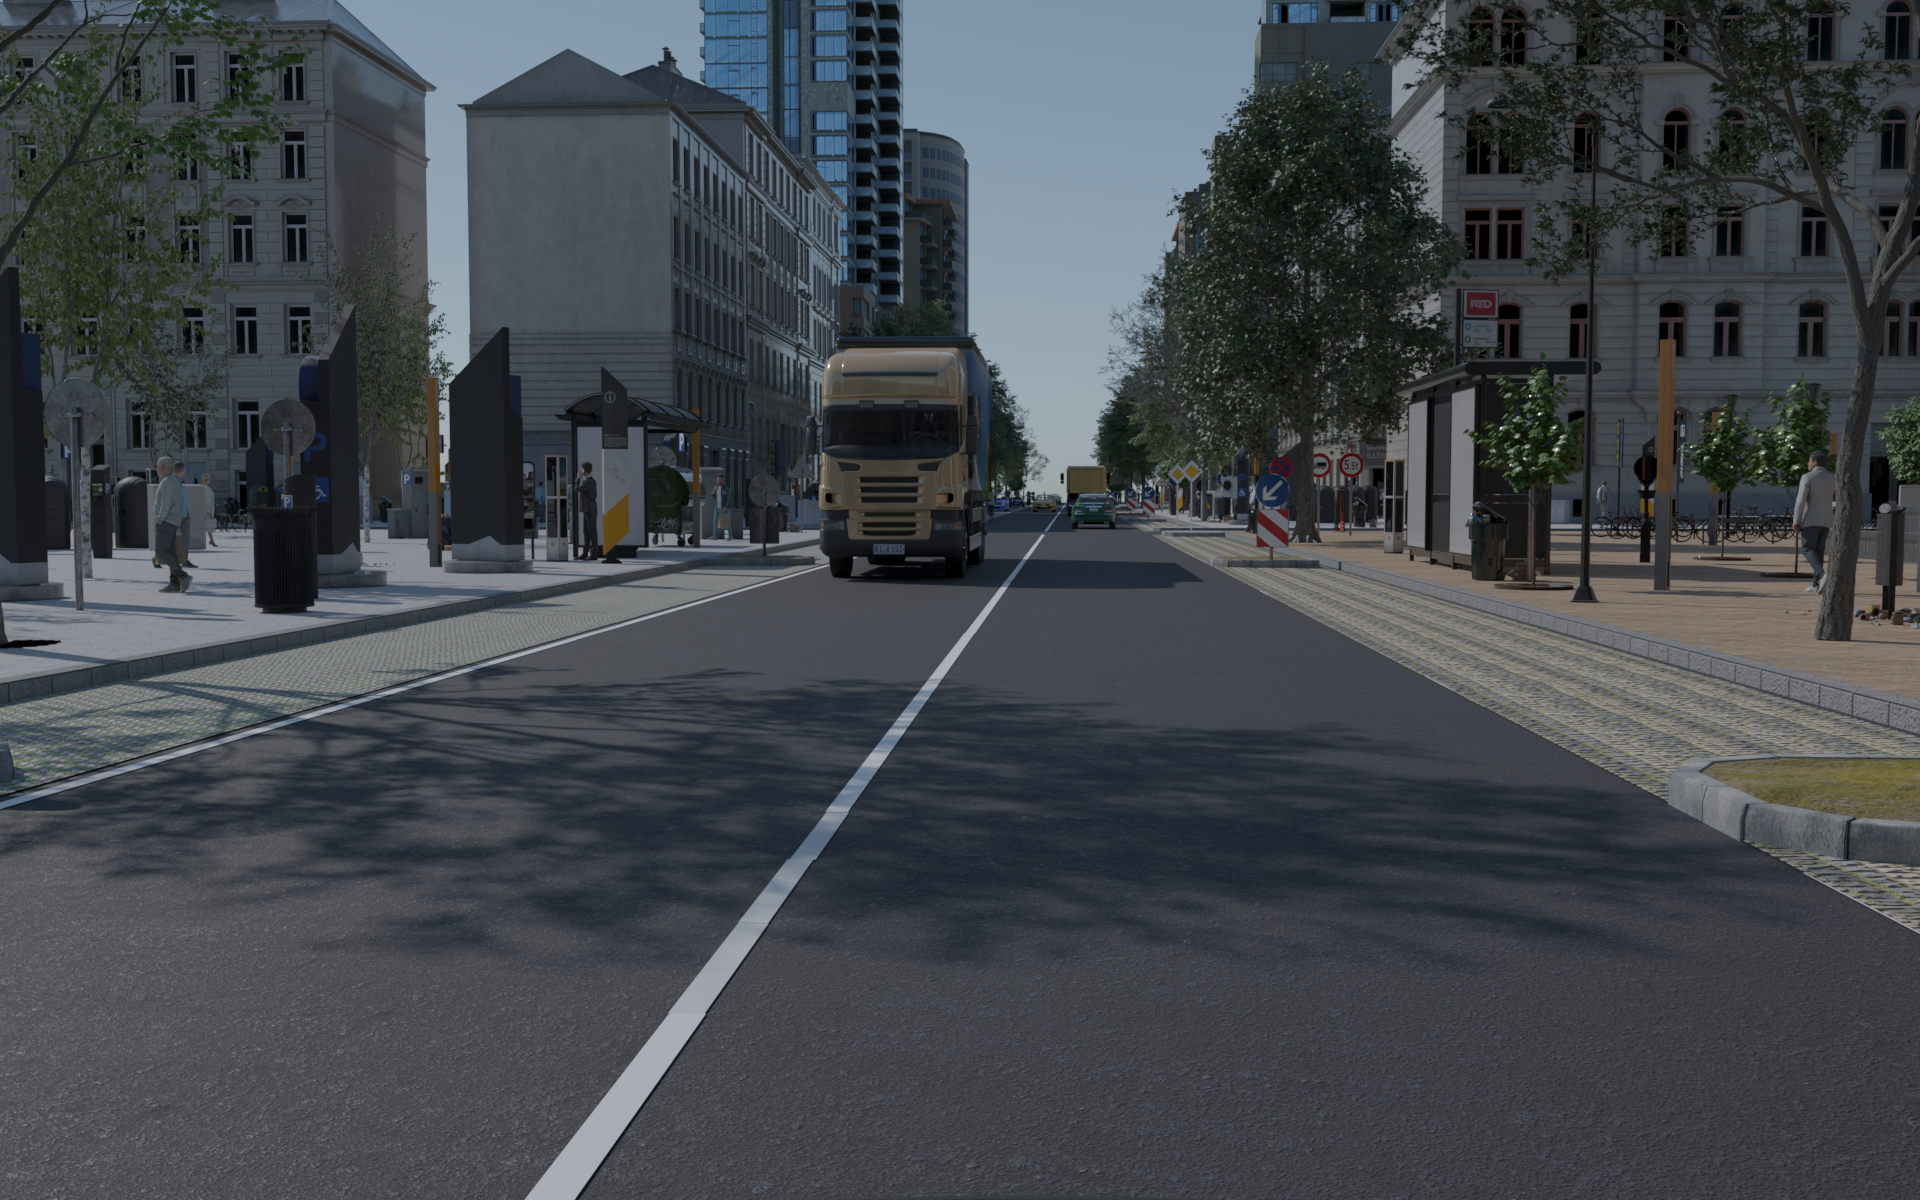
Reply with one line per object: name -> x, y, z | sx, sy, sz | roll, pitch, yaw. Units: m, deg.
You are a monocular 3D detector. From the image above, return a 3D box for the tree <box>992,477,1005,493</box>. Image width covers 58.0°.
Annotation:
tree -> 4.481, -12.598, 200.581 | 1.663, 3.219, 1.824 | 0, 3, 0

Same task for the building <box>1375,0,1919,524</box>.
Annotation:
building -> 32.421, -17.951, 80.886 | 23.554, 28.519, 14.401 | 0, 4, 4

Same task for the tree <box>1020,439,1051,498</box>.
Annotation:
tree -> 10.579, -21.614, 287.800 | 8.767, 10.594, 7.601 | -1, 4, -16

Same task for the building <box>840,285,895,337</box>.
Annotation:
building -> -20.822, -19.202, 158.993 | 27.650, 21.520, 28.899 | 0, 4, 4

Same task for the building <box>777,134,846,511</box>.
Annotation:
building -> -16.424, -21.069, 130.377 | 13.634, 28.700, 20.117 | 0, 4, 4

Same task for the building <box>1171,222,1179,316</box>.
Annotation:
building -> 44.232, -37.686, 270.783 | 22.147, 44.769, 28.867 | 0, 4, 4

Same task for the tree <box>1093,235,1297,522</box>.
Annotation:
tree -> 11.320, -10.398, 80.373 | 12.009, 13.543, 11.850 | 0, 3, 0

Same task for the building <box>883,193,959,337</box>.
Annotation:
building -> -11.686, -36.452, 250.614 | 22.147, 44.769, 28.867 | 0, 4, 4

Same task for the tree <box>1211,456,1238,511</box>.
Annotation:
tree -> 20.783, -11.114, 132.083 | 4.360, 8.622, 3.978 | 0, 3, 0

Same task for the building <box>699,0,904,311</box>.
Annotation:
building -> -16.450, -53.463, 186.790 | 22.319, 86.520, 31.000 | 0, 4, 4

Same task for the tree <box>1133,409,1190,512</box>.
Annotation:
tree -> 14.993, -10.782, 126.647 | 4.737, 8.622, 4.395 | 0, 3, 0

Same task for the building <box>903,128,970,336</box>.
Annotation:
building -> -9.898, -45.054, 278.625 | 21.231, 58.520, 28.212 | 0, 4, 4

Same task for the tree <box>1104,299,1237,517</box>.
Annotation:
tree -> 13.115, -10.964, 97.382 | 7.486, 12.596, 7.792 | 0, 3, 0

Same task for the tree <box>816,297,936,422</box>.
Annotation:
tree -> -3.117, -8.989, 81.389 | 7.601, 10.594, 8.767 | -2, 4, -26

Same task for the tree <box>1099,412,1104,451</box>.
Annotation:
tree -> 15.918, -14.435, 154.131 | 7.486, 12.596, 7.792 | 0, 3, 0

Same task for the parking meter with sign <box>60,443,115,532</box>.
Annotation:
parking meter with sign -> -29.330, -3.797, 58.347 | 1.738, 3.016, 0.543 | 1, 4, 15

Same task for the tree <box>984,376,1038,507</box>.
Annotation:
tree -> 2.759, -16.196, 175.167 | 12.009, 13.543, 11.850 | 0, 3, 0

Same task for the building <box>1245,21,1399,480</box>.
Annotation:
building -> 32.935, -28.783, 154.200 | 14.154, 41.232, 14.086 | 0, 4, 4

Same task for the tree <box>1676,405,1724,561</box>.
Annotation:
tree -> 14.941, -2.381, 33.528 | 1.663, 3.219, 1.824 | 0, 3, 0

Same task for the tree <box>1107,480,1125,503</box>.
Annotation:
tree -> 24.848, -17.993, 277.905 | 4.285, 4.588, 4.351 | 0, 3, 0

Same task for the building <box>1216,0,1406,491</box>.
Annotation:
building -> 38.822, -52.777, 175.571 | 22.319, 86.520, 31.000 | 0, 4, 4

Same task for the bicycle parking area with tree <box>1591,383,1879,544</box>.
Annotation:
bicycle parking area with tree -> 22.323, -3.699, 47.489 | 9.016, 4.147, 8.231 | 1, 4, 15

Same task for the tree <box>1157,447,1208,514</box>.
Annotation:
tree -> 14.400, -7.828, 111.697 | 4.285, 4.588, 4.351 | 0, 3, 0

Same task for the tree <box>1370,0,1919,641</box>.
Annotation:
tree -> 7.694, -4.901, 14.547 | 8.767, 10.594, 7.601 | 0, 4, -8

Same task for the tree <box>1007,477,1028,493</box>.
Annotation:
tree -> 8.123, -16.530, 253.974 | 4.285, 4.588, 4.351 | 0, 3, 0

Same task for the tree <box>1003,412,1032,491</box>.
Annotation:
tree -> 4.422, -18.011, 212.603 | 7.486, 12.596, 7.792 | 0, 3, 0

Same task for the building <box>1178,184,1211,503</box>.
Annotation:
building -> 38.692, -36.627, 248.959 | 14.600, 45.320, 14.200 | 0, 4, 4

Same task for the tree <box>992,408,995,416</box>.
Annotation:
tree -> -1.393, -12.113, 123.801 | 9.928, 11.665, 9.643 | 0, 3, 0

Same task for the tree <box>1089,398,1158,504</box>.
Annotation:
tree -> 22.602, -20.015, 233.894 | 9.857, 13.997, 8.962 | 0, 3, 0

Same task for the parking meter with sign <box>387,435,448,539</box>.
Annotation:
parking meter with sign -> -15.771, -3.294, 50.121 | 0.543, 3.016, 1.738 | 2, 4, 31

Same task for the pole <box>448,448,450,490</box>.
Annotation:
pole -> -22.731, -5.107, 77.337 | 0.158, 3.312, 0.155 | 0, 3, 0

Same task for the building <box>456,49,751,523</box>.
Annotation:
building -> -16.804, -14.480, 85.895 | 9.793, 20.994, 18.267 | 0, 4, 4

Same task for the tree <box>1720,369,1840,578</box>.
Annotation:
tree -> 13.085, -1.967, 26.768 | 1.663, 3.219, 1.824 | 0, 3, 0

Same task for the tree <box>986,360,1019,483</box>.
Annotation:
tree -> 0.433, -14.996, 151.833 | 9.857, 13.997, 8.962 | 0, 3, 0

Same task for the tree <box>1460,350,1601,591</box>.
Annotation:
tree -> 7.811, -1.754, 23.288 | 1.663, 3.219, 1.824 | 0, 3, 0

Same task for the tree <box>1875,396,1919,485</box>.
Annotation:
tree -> 28.954, -4.140, 51.404 | 4.285, 4.588, 4.351 | 0, 3, 0

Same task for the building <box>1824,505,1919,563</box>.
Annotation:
building -> 26.881, -29.400, 22.683 | 21.231, 58.520, 28.212 | 0, 4, 4

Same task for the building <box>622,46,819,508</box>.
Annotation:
building -> -16.664, -18.994, 107.819 | 12.463, 27.353, 25.104 | 0, 4, 4

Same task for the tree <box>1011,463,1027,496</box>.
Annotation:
tree -> 7.900, -19.012, 261.203 | 4.360, 8.622, 3.978 | 0, 3, 0

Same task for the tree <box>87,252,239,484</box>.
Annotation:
tree -> -24.803, -6.332, 53.886 | 4.360, 8.622, 3.978 | 0, 3, 0

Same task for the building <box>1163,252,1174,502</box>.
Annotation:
building -> 41.308, -37.253, 292.674 | 14.154, 41.232, 14.086 | 0, 4, 4

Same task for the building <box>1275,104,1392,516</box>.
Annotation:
building -> 32.379, -20.925, 118.534 | 17.030, 29.872, 44.131 | 0, 4, 4

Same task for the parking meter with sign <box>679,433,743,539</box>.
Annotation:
parking meter with sign -> -7.044, -3.235, 49.147 | 1.738, 3.016, 0.543 | -2, 4, -25

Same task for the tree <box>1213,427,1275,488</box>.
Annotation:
tree -> 20.235, -10.576, 123.282 | 4.737, 8.622, 4.395 | 0, 3, 0

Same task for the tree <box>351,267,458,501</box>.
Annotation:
tree -> -17.975, -6.442, 55.683 | 4.737, 8.622, 4.395 | 0, 3, 0

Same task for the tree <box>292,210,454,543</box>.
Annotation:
tree -> -15.639, -5.833, 45.738 | 4.360, 8.622, 3.978 | 0, 3, 0

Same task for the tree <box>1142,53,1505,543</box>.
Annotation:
tree -> 9.217, -7.867, 45.636 | 9.611, 12.733, 9.660 | 0, 3, 0

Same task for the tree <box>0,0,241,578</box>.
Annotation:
tree -> -13.335, -4.653, 26.431 | 4.737, 8.622, 4.395 | 0, 3, 0

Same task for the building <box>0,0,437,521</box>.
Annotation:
building -> -40.148, -17.619, 85.331 | 25.104, 27.353, 12.463 | 0, 4, 4

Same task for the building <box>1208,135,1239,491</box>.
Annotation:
building -> 35.765, -31.582, 199.963 | 14.154, 41.232, 14.086 | 0, 4, 4

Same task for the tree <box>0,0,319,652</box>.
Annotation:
tree -> -8.346, -5.414, 14.268 | 9.928, 11.665, 9.643 | 0, 3, 0

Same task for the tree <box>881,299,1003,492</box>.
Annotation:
tree -> -1.880, -11.161, 100.608 | 7.486, 12.596, 7.792 | 0, 3, 0
